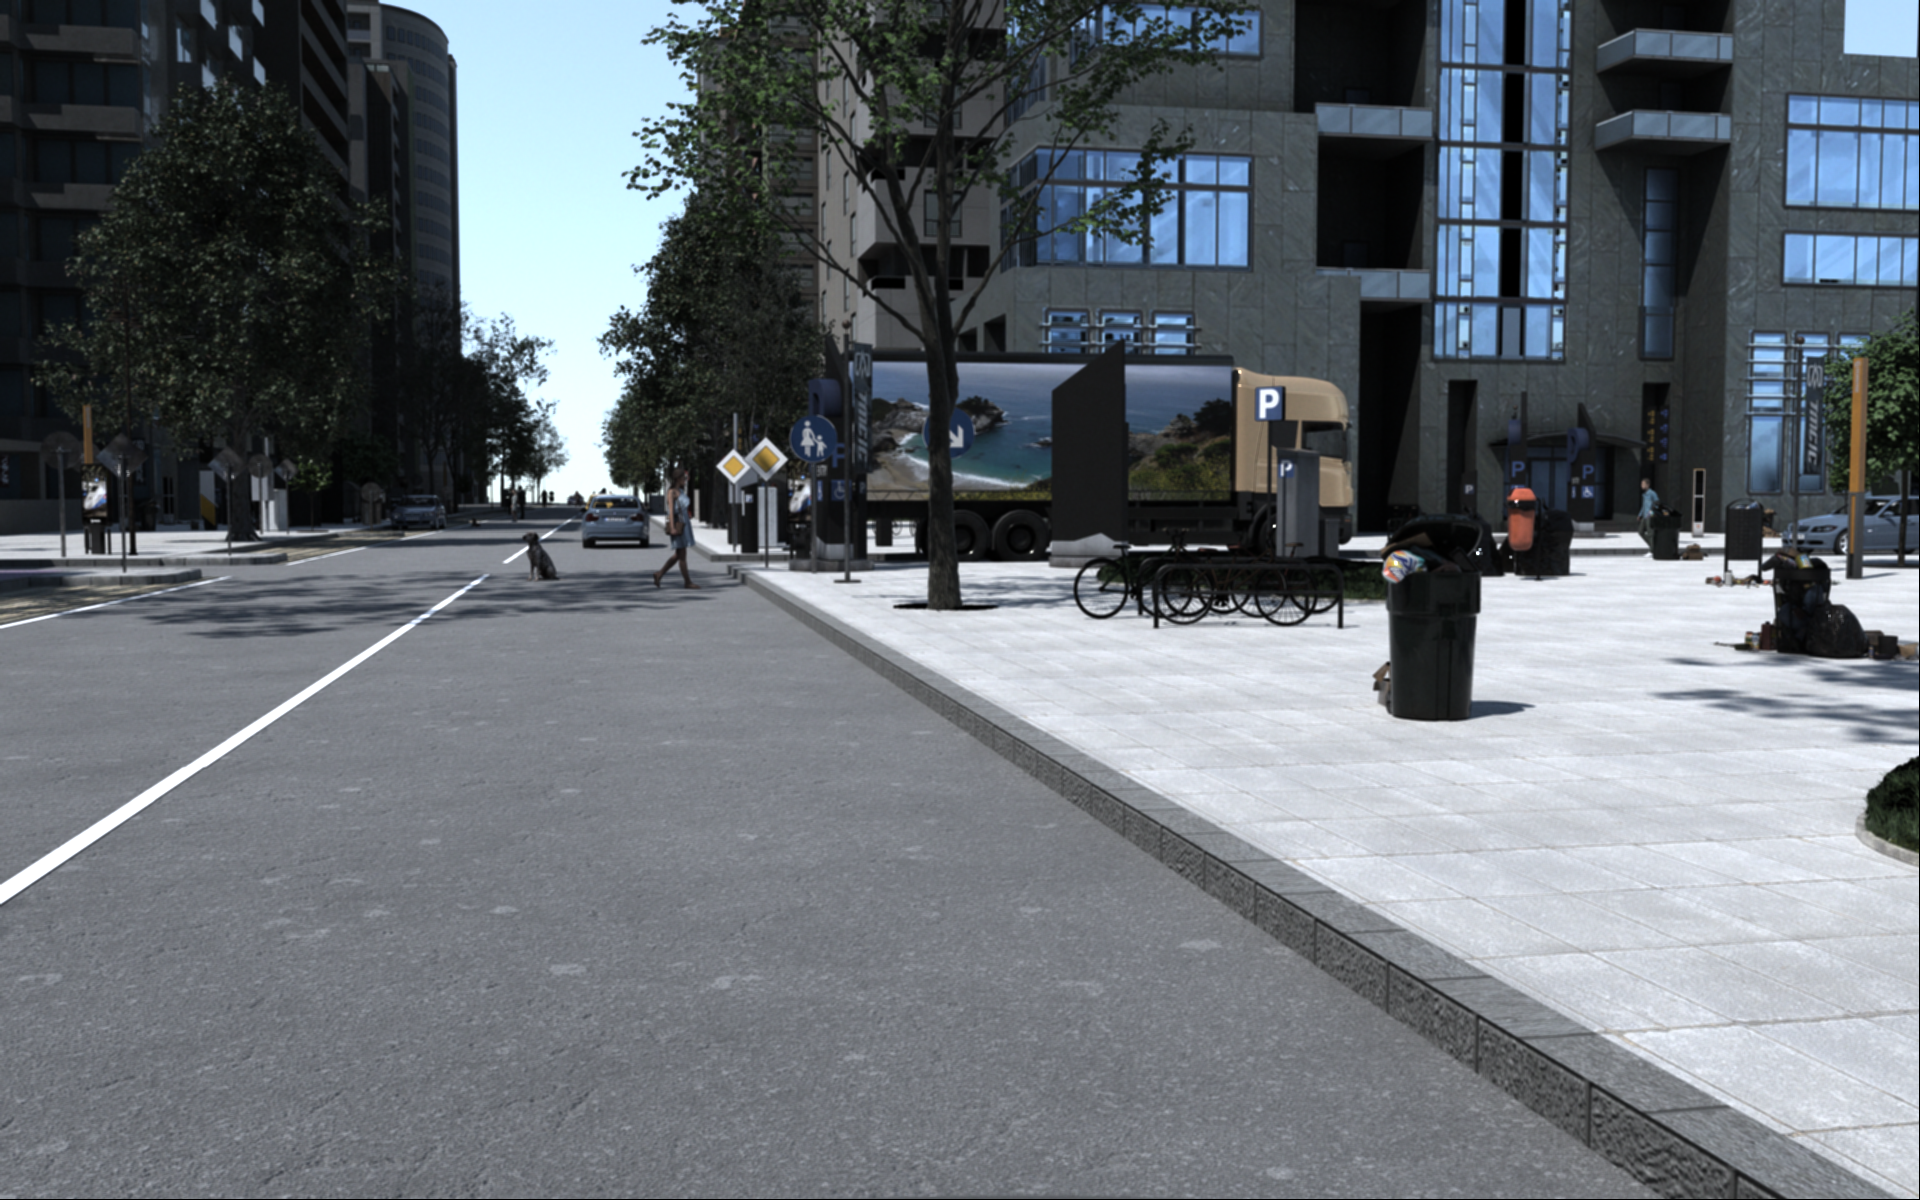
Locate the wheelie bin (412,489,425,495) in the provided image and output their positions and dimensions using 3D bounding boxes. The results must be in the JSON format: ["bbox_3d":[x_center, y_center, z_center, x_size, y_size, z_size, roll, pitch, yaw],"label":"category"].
[{"bbox_3d":[-33.763,-6.118,107.937,0.980,1.594,0.693,0,4,5],"label":"wheelie bin"}]

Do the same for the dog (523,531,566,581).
[{"bbox_3d":[-6.834,-0.728,28.742,0.800,0.831,0.513,-1,4,-13],"label":"dog"}]

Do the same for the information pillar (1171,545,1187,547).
[{"bbox_3d":[5.268,-3.104,42.109,0.504,3.616,0.183,2,4,30],"label":"information pillar"}]

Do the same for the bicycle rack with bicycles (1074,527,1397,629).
[{"bbox_3d":[2.614,-0.254,17.539,2.925,0.926,2.852,0,4,2],"label":"bicycle rack with bicycles"}]

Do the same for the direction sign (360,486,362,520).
[{"bbox_3d":[-29.364,-5.677,84.812,0.876,3.537,0.379,-3,4,-37],"label":"direction sign"}]

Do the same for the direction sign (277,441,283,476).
[{"bbox_3d":[-28.806,-5.035,74.320,0.876,3.537,0.379,-1,4,-9],"label":"direction sign"}]

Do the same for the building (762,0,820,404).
[{"bbox_3d":[-7.996,-27.360,130.925,14.154,41.232,14.086,-1,4,-11],"label":"building"}]

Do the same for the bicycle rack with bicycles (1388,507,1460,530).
[{"bbox_3d":[12.787,-2.077,47.345,2.925,0.926,2.852,-2,4,-32],"label":"bicycle rack with bicycles"}]

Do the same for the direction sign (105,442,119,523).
[{"bbox_3d":[-37.120,-5.139,76.021,0.379,3.537,0.876,1,4,23],"label":"direction sign"}]

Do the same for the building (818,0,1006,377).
[{"bbox_3d":[6.767,-31.179,99.010,28.713,52.752,27.495,-1,4,-11],"label":"building"}]

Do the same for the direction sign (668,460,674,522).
[{"bbox_3d":[-12.999,-5.260,78.000,0.379,3.537,0.876,0,4,2],"label":"direction sign"}]

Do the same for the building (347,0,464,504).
[{"bbox_3d":[-72.171,-40.750,208.269,21.231,58.520,28.212,-1,4,-11],"label":"building"}]

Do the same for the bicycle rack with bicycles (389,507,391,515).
[{"bbox_3d":[-32.145,-5.452,102.527,2.925,0.926,2.852,-2,4,-31],"label":"bicycle rack with bicycles"}]

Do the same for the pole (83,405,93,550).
[{"bbox_3d":[-20.006,-2.810,39.795,0.158,3.312,0.155,0,3,0],"label":"pole"}]

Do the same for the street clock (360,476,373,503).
[{"bbox_3d":[-24.349,-4.069,71.095,0.358,2.002,0.471,2,4,31],"label":"street clock"}]

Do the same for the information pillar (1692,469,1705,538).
[{"bbox_3d":[21.758,-2.847,51.034,0.304,2.012,0.304,1,4,18],"label":"information pillar"}]

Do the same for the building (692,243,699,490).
[{"bbox_3d":[-31.785,-34.527,248.117,14.154,41.232,14.086,-1,4,-11],"label":"building"}]

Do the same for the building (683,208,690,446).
[{"bbox_3d":[-34.665,-37.484,262.967,14.600,45.320,14.200,-1,4,-11],"label":"building"}]

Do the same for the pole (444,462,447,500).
[{"bbox_3d":[-32.262,-7.016,108.562,0.158,3.312,0.155,0,3,0],"label":"pole"}]

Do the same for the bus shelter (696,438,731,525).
[{"bbox_3d":[-10.754,-5.159,75.625,1.731,3.624,6.357,-1,4,-11],"label":"bus shelter"}]

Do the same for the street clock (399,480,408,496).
[{"bbox_3d":[-27.947,-5.046,87.069,0.471,2.002,0.358,3,5,41],"label":"street clock"}]

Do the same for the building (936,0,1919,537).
[{"bbox_3d":[14.502,-45.755,60.774,31.000,86.520,22.319,-1,4,-11],"label":"building"}]

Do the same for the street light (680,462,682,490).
[{"bbox_3d":[-12.072,-6.237,74.767,0.468,5.910,1.993,-1,4,-11],"label":"street light"}]

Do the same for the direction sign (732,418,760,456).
[{"bbox_3d":[-6.395,-3.657,51.792,0.876,3.537,0.379,1,4,13],"label":"direction sign"}]

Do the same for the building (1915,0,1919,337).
[{"bbox_3d":[45.603,-23.172,62.449,14.086,41.232,14.154,-1,4,-11],"label":"building"}]

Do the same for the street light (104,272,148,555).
[{"bbox_3d":[-17.368,-3.879,36.205,0.468,5.910,1.993,-1,4,-11],"label":"street light"}]

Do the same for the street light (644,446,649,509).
[{"bbox_3d":[-27.142,-10.836,149.957,0.468,5.910,1.993,-1,4,-11],"label":"street light"}]

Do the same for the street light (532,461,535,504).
[{"bbox_3d":[-56.336,-15.661,228.841,0.468,5.910,1.993,-1,4,-11],"label":"street light"}]

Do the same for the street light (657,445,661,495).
[{"bbox_3d":[-19.772,-8.602,113.433,0.468,5.910,1.993,-1,4,-11],"label":"street light"}]

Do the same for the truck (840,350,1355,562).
[{"bbox_3d":[3.085,-2.867,35.796,11.283,4.237,2.839,-1,4,-10],"label":"truck"}]

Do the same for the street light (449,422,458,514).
[{"bbox_3d":[-32.556,-8.481,111.451,0.468,5.910,1.993,-1,4,-11],"label":"street light"}]

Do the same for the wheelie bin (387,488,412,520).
[{"bbox_3d":[-27.884,-4.765,85.810,0.980,1.594,0.693,0,4,-3],"label":"wheelie bin"}]

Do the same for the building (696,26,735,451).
[{"bbox_3d":[-23.714,-41.915,227.310,21.231,58.520,28.212,-1,4,-11],"label":"building"}]

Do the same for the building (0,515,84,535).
[{"bbox_3d":[-46.470,-22.135,53.784,32.217,40.220,23.993,-1,4,-11],"label":"building"}]

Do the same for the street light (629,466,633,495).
[{"bbox_3d":[-51.147,-18.053,267.952,0.468,5.910,1.993,-1,4,-11],"label":"street light"}]

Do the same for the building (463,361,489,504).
[{"bbox_3d":[-80.031,-24.000,237.439,27.650,21.520,28.899,-1,4,-11],"label":"building"}]

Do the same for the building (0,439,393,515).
[{"bbox_3d":[-62.652,-27.217,136.879,32.217,40.220,23.993,-1,4,-11],"label":"building"}]

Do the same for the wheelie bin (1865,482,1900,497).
[{"bbox_3d":[24.076,-2.282,45.220,0.980,1.594,0.693,1,4,16],"label":"wheelie bin"}]

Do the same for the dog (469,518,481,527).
[{"bbox_3d":[-21.210,-3.390,75.623,0.550,0.427,0.748,0,4,-5],"label":"dog"}]

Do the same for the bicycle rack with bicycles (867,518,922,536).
[{"bbox_3d":[-1.602,-2.451,53.463,2.852,0.926,2.925,1,4,23],"label":"bicycle rack with bicycles"}]

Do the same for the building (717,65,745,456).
[{"bbox_3d":[-16.819,-32.008,173.438,14.600,45.320,14.200,-1,4,-11],"label":"building"}]

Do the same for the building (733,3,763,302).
[{"bbox_3d":[-8.489,-30.494,153.207,22.147,44.769,28.867,-1,4,-11],"label":"building"}]

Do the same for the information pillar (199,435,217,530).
[{"bbox_3d":[-26.577,-4.270,61.164,0.504,3.616,0.183,0,4,-1],"label":"information pillar"}]

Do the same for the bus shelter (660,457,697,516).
[{"bbox_3d":[-15.882,-6.359,97.889,2.014,3.302,5.546,-1,4,-11],"label":"bus shelter"}]

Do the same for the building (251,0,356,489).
[{"bbox_3d":[-53.280,-30.067,115.302,21.300,48.544,21.600,-1,4,-11],"label":"building"}]

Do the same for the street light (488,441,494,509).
[{"bbox_3d":[-40.022,-10.714,147.956,0.468,5.910,1.993,-1,4,-11],"label":"street light"}]

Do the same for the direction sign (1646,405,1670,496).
[{"bbox_3d":[17.887,-3.209,44.469,0.379,3.537,0.876,-1,4,-13],"label":"direction sign"}]

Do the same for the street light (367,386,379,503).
[{"bbox_3d":[-24.741,-6.128,72.983,0.468,5.910,1.993,-1,4,-11],"label":"street light"}]

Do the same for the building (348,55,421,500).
[{"bbox_3d":[-57.341,-28.976,157.356,14.154,41.232,14.086,-1,4,-11],"label":"building"}]

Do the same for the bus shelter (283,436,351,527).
[{"bbox_3d":[-26.078,-4.842,70.451,1.731,3.624,6.357,-1,4,-12],"label":"bus shelter"}]

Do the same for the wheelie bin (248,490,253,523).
[{"bbox_3d":[-30.479,-4.019,73.611,0.980,1.594,0.693,3,4,37],"label":"wheelie bin"}]

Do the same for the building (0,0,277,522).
[{"bbox_3d":[-49.072,-28.715,89.096,23.786,49.044,30.456,-1,4,-11],"label":"building"}]

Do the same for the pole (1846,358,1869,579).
[{"bbox_3d":[13.482,-1.968,26.016,0.158,3.312,0.155,0,3,0],"label":"pole"}]

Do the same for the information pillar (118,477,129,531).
[{"bbox_3d":[-29.041,-3.402,60.120,0.304,2.012,0.304,-2,4,-27],"label":"information pillar"}]
